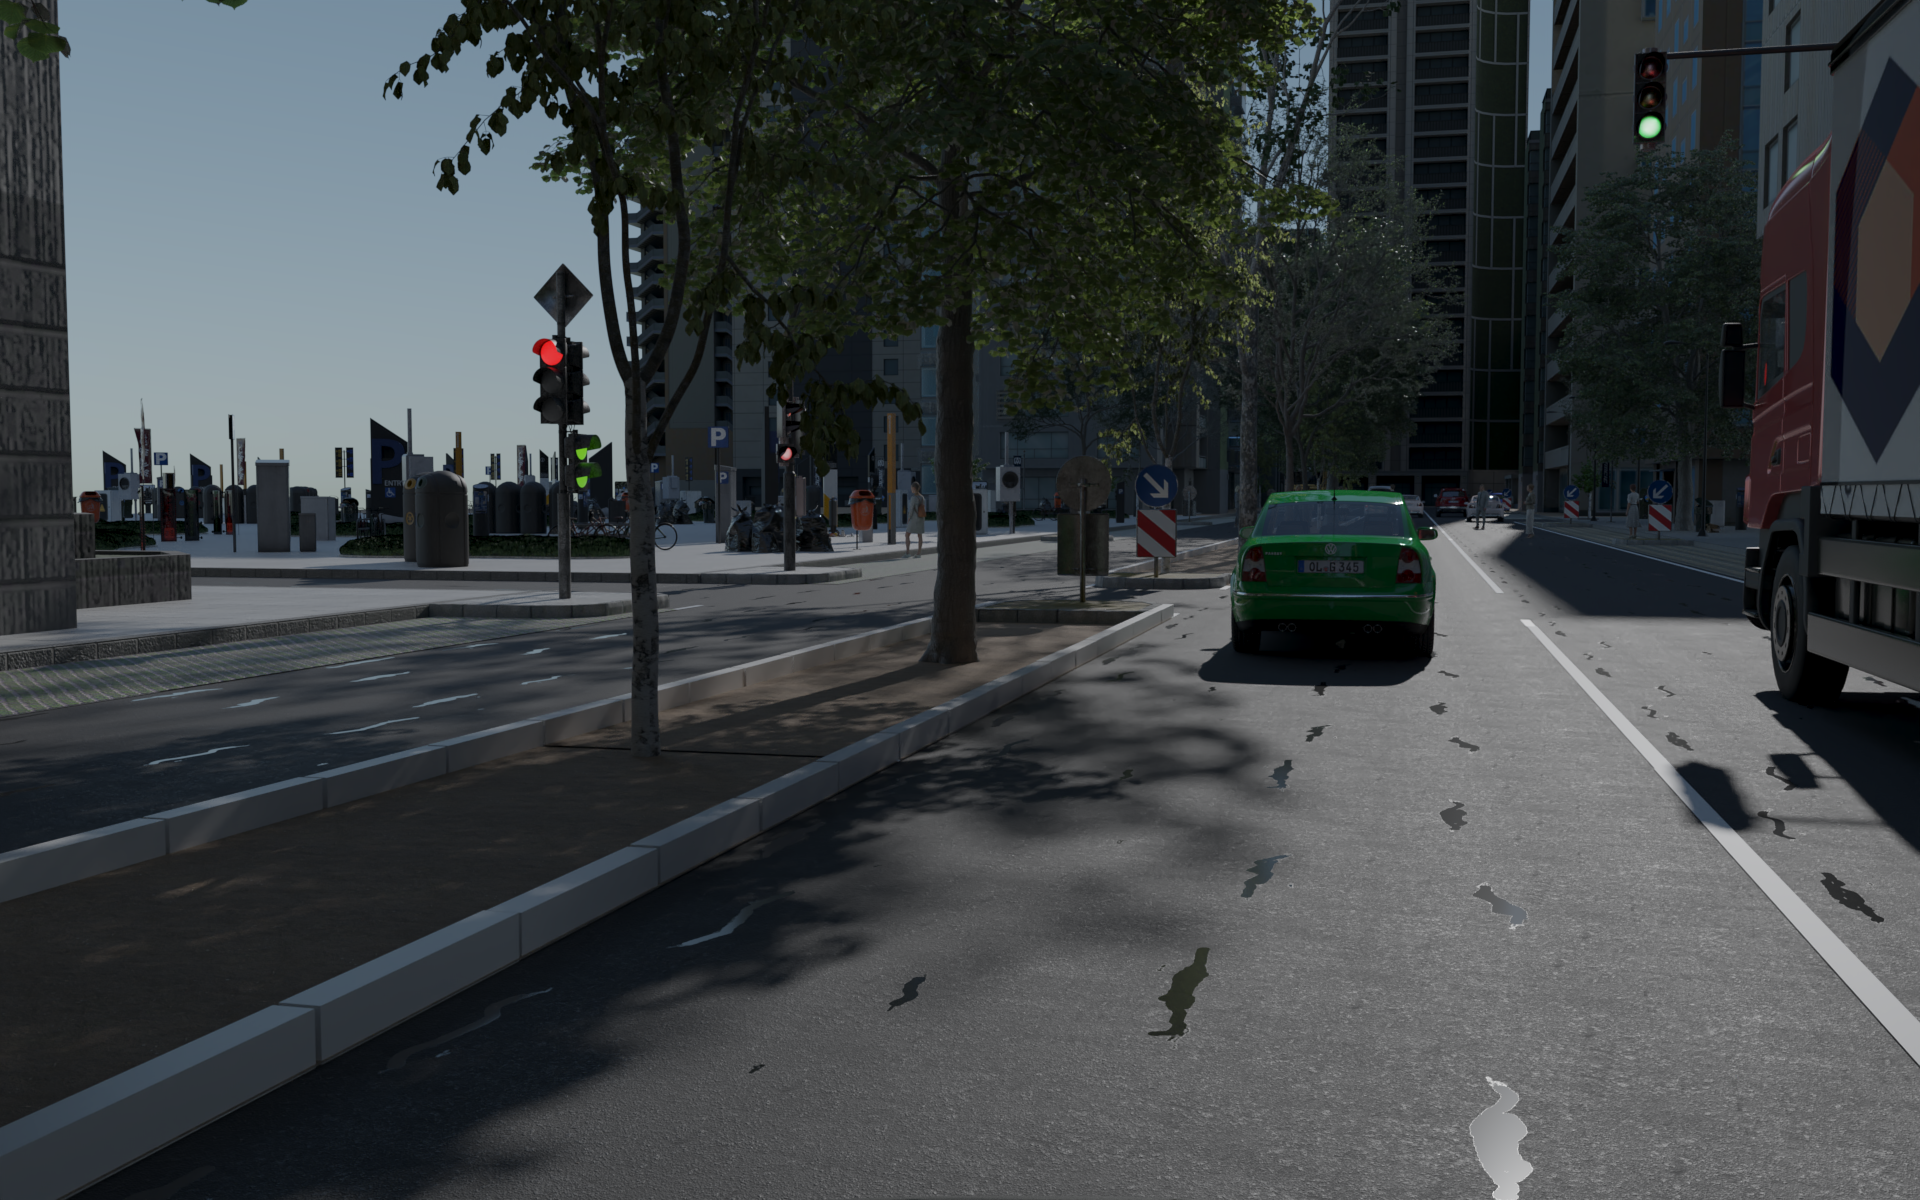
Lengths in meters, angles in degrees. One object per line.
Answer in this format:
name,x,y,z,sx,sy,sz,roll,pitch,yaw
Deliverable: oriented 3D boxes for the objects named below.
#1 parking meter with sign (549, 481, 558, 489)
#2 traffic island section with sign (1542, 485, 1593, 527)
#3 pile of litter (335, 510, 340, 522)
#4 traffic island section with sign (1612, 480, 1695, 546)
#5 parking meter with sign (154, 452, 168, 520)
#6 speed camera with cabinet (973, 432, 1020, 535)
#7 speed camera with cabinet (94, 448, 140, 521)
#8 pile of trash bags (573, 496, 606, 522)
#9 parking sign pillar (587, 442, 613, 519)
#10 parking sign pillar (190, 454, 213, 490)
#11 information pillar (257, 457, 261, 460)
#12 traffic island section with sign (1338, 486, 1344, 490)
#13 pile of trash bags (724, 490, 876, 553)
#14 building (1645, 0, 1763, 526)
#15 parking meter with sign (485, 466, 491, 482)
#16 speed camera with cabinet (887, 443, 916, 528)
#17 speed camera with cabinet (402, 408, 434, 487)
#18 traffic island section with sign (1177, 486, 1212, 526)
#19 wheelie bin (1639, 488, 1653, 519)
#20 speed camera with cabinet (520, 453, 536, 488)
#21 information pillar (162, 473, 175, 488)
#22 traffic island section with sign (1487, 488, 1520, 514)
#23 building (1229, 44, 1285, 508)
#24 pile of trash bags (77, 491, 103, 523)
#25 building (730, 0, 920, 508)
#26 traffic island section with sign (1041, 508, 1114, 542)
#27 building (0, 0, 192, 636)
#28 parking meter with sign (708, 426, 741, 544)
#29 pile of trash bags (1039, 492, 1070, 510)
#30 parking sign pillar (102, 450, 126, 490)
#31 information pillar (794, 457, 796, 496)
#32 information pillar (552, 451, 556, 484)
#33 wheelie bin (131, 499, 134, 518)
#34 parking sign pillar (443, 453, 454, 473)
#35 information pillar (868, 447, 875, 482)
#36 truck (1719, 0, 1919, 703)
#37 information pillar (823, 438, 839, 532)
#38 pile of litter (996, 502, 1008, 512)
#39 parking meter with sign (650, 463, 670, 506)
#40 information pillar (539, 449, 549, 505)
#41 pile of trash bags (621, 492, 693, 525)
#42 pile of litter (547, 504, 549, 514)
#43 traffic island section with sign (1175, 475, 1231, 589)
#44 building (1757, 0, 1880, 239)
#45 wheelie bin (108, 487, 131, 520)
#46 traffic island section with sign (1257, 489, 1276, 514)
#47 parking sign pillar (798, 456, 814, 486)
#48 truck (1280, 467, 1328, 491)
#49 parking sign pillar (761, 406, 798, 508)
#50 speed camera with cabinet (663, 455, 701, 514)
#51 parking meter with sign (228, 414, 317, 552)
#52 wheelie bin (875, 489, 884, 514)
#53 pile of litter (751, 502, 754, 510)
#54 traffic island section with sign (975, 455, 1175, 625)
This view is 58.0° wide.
parking meter with sign,-22.949,-6.229,98.101,1.738,3.016,0.543,2,4,30
traffic island section with sign,26.293,-4.059,74.998,1.989,1.847,2.006,1,4,14
pile of litter,-23.050,-3.068,64.132,1.176,0.858,1.719,0,4,6
traffic island section with sign,19.538,-2.463,48.900,1.989,1.847,2.006,1,4,14
parking meter with sign,-32.911,-4.597,71.423,0.543,3.016,1.738,-2,4,-25
speed camera with cabinet,0.862,-3.710,54.993,2.038,3.252,0.660,-1,4,-13
speed camera with cabinet,-36.398,-4.918,74.737,2.038,3.252,0.660,1,4,19
pile of trash bags,-16.838,-4.311,80.238,3.447,1.369,1.912,-1,4,-9
parking sign pillar,-18.541,-6.154,89.097,1.447,3.967,1.447,-3,5,-39
parking sign pillar,-50.324,-7.733,114.912,1.447,3.967,1.447,-3,4,-38
information pillar,-43.861,-7.176,108.682,0.504,3.616,0.183,2,4,26
traffic island section with sign,21.979,-5.610,99.862,2.006,1.907,1.989,1,4,14
pile of trash bags,-3.485,-1.794,39.090,3.447,1.369,1.912,-2,4,-30
building,37.763,-25.884,73.315,14.600,45.320,14.200,1,4,14
parking meter with sign,-29.788,-6.909,109.231,0.543,3.016,1.738,-2,4,-26
speed camera with cabinet,-2.243,-4.435,66.854,0.660,3.252,2.038,1,4,15
speed camera with cabinet,-12.176,-2.765,39.539,0.660,3.252,2.038,-2,4,-32
traffic island section with sign,10.555,-4.337,79.540,1.989,1.847,2.006,1,4,14
wheelie bin,35.145,-4.953,88.887,0.693,1.594,0.980,-1,4,-11
speed camera with cabinet,-21.470,-5.526,84.678,0.660,3.252,2.038,-3,5,-41
information pillar,-27.163,-3.364,59.489,0.304,2.012,0.304,-3,5,-42
traffic island section with sign,38.792,-7.018,123.367,1.989,1.847,2.006,1,4,14
building,15.494,-52.309,167.929,31.000,86.520,22.319,1,4,14
pile of trash bags,-26.234,-2.409,49.146,3.447,1.369,1.912,-2,4,-34
building,-9.665,-45.025,174.410,20.611,71.187,20.563,1,4,14
traffic island section with sign,3.625,-2.699,52.763,1.989,1.847,2.006,1,4,14
building,-23.126,-28.865,13.942,28.212,58.520,21.231,1,4,14
parking meter with sign,-6.135,-3.014,45.547,0.543,3.016,1.738,0,4,6
pile of trash bags,5.283,-5.225,95.189,1.912,1.369,3.447,0,4,-2
parking sign pillar,-52.004,-7.227,106.629,1.447,3.967,1.447,-2,4,-33
information pillar,-7.887,-5.570,82.416,0.183,3.616,0.504,0,4,-2
information pillar,-22.321,-6.357,95.288,0.183,3.616,0.504,-2,4,-31
wheelie bin,-44.451,-5.147,92.063,0.693,1.594,0.980,2,4,24
parking sign pillar,-33.297,-7.646,113.489,1.447,3.967,1.447,2,4,35
information pillar,-4.396,-5.799,86.174,0.183,3.616,0.504,2,4,33
truck,6.042,-1.190,8.366,2.839,4.237,11.283,1,4,14
information pillar,-4.370,-4.110,58.560,0.504,3.616,0.183,-1,4,-20
pile of litter,2.626,-5.152,98.200,1.719,0.858,1.176,0,4,4
parking meter with sign,-16.641,-6.119,96.311,0.543,3.016,1.738,-2,4,-35
information pillar,-21.610,-6.033,89.992,0.504,3.616,0.183,-2,4,-26
pile of trash bags,-12.833,-3.930,74.004,1.912,1.369,3.447,-2,4,-34
pile of litter,-20.813,-4.505,87.620,1.719,0.858,1.176,2,4,30
traffic island section with sign,3.166,-1.160,27.107,2.006,1.907,1.989,1,4,14
building,32.235,-27.134,32.878,27.495,52.752,28.713,1,4,14
wheelie bin,-39.355,-4.444,80.570,0.693,1.594,0.980,2,4,28
traffic island section with sign,22.949,-7.268,127.461,1.989,1.847,2.006,1,4,14
parking sign pillar,-9.443,-7.276,107.430,1.447,3.967,1.447,-1,4,-10
truck,24.127,-7.602,120.211,3.469,3.379,9.791,1,4,13
parking sign pillar,-5.921,-4.001,53.888,1.447,3.967,1.447,-1,4,-11
speed camera with cabinet,-14.258,-5.781,88.857,2.038,3.252,0.660,-3,5,-44
parking meter with sign,-15.172,-2.570,38.277,1.738,3.016,0.543,-1,4,-18
wheelie bin,-4.809,-5.563,98.865,0.980,1.594,0.693,0,4,-5
pile of litter,-12.637,-5.469,103.385,1.719,0.858,1.176,2,4,34
traffic island section with sign,1.302,-0.722,19.938,2.006,1.907,1.989,1,4,14
